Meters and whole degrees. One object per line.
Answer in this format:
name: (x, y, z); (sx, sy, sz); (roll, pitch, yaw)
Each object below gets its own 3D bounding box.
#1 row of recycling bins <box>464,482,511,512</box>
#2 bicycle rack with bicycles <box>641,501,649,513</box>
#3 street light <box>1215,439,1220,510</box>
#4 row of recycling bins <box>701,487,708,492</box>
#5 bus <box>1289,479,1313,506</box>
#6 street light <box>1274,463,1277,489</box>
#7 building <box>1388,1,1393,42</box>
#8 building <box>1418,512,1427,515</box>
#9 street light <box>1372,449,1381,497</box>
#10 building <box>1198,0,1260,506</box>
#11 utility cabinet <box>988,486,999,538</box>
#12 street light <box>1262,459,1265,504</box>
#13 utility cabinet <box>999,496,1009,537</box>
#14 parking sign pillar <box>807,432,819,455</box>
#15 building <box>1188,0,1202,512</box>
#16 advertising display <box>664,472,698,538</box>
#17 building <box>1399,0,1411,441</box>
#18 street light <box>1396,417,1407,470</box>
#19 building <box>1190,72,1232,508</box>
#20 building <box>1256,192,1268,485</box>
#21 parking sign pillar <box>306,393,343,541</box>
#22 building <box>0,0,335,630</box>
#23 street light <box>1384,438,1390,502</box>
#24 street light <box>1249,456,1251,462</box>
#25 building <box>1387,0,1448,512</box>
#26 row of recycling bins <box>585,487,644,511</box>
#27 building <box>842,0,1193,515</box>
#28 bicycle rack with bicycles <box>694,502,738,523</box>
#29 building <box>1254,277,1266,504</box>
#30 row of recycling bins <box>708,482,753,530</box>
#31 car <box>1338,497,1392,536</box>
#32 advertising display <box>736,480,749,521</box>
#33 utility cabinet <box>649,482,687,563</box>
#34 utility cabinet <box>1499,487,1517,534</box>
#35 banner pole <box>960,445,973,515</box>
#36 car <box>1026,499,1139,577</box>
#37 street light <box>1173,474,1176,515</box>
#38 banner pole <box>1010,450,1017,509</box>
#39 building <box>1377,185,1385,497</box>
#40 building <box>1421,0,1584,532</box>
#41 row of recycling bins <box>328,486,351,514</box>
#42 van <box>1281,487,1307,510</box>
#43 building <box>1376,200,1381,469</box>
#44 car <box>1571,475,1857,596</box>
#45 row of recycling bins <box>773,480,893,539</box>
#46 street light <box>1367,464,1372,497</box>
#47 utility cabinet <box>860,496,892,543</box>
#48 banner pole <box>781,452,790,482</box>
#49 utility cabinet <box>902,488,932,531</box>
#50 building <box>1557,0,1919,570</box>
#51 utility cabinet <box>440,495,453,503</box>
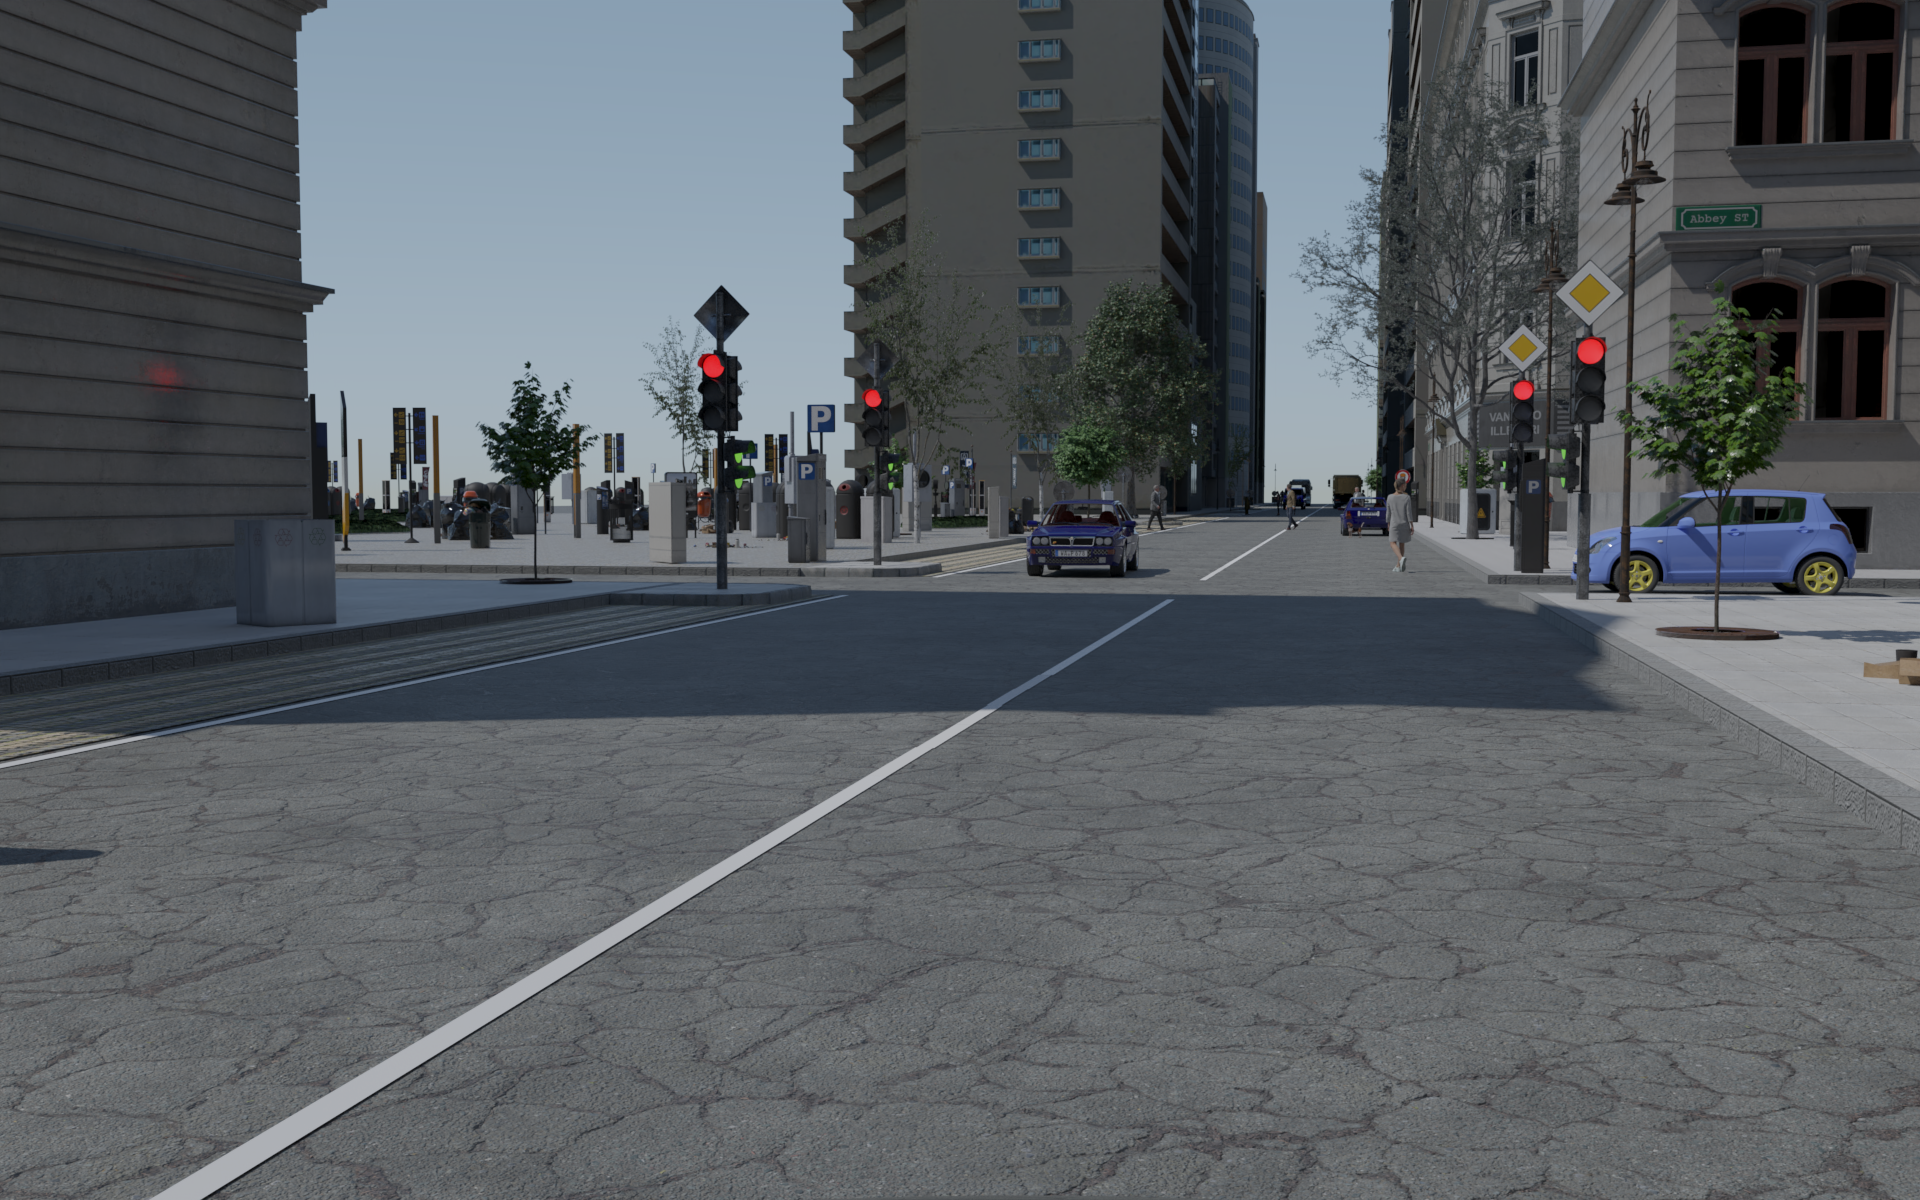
row of recycling bins: (-15.975, -3.242, 60.120); (1.069, 1.692, 3.534); (1, 4, 16)
bicycle rack with bicycles: (-16.036, -4.649, 89.386); (2.852, 0.926, 2.925); (-1, 4, -18)
street light: (21.216, -10.384, 142.569); (0.468, 5.910, 1.993); (1, 4, 12)
row of recycling bins: (-14.376, -5.919, 103.884); (1.069, 1.692, 3.534); (1, 4, 23)
bus: (40.768, -13.006, 207.504); (2.948, 3.499, 13.247); (1, 4, 12)
street light: (47.295, -17.554, 259.792); (0.468, 5.910, 1.993); (1, 4, 12)
building: (61.400, -40.606, 205.912); (21.231, 58.520, 28.212); (1, 4, 12)
building: (40.110, -29.812, 111.134); (21.300, 48.544, 21.600); (1, 4, 12)
street light: (44.517, -12.973, 184.900); (0.468, 5.910, 1.993); (1, 4, 12)
building: (23.352, -40.408, 202.677); (21.231, 58.520, 28.212); (1, 4, 12)
utility cabinet: (0.965, -2.553, 50.417); (0.318, 1.500, 1.173); (0, 4, -1)
street light: (39.227, -15.350, 223.765); (0.468, 5.910, 1.993); (1, 4, 12)
utility cabinet: (1.189, -2.513, 52.245); (0.306, 1.237, 1.020); (-1, 4, -16)
parking sign pillar: (-6.352, -5.288, 74.930); (1.447, 3.967, 1.447); (0, 4, 0)
building: (9.375, -50.738, 142.233); (22.319, 86.520, 31.000); (1, 4, 12)
advertising display: (-8.113, -2.763, 50.387); (0.974, 1.923, 0.123); (-2, 4, -27)
building: (46.276, -29.423, 135.683); (22.147, 44.769, 28.867); (1, 4, 12)
street light: (26.458, -8.029, 104.061); (0.468, 5.910, 1.993); (1, 4, 12)
building: (18.183, -29.426, 164.713); (14.154, 41.232, 14.086); (1, 4, 12)
building: (36.994, -36.734, 250.714); (14.600, 45.320, 14.200); (1, 4, 12)
parking sign pillar: (-17.600, -3.587, 47.114); (1.447, 3.967, 1.447); (-2, 4, -35)
building: (-25.550, -12.240, 19.208); (34.723, 24.649, 14.460); (1, 4, 12)
street light: (34.500, -10.233, 140.094); (0.468, 5.910, 1.993); (1, 4, 12)
street light: (31.288, -13.144, 187.691); (0.468, 5.910, 1.993); (1, 4, 12)
building: (50.906, -32.912, 161.807); (21.300, 48.544, 21.600); (1, 4, 12)
row of recycling bins: (-19.877, -5.640, 99.330); (3.534, 1.692, 1.069); (-2, 4, -31)
building: (4.094, -30.212, 117.673); (21.300, 48.544, 21.600); (1, 4, 12)
bicycle rack with bicycles: (-11.313, -3.973, 78.335); (2.925, 0.926, 2.852); (3, 5, 40)
building: (34.407, -28.475, 237.269); (14.160, 30.474, 14.107); (1, 4, 12)
row of recycling bins: (-6.972, -3.321, 61.411); (3.534, 1.692, 1.069); (0, 4, 3)
car: (14.175, -2.924, 60.392); (1.945, 1.354, 3.894); (1, 4, 11)
advertising display: (-10.367, -4.680, 81.727); (0.974, 1.923, 0.123); (-3, 5, -44)
utility cabinet: (-5.441, -1.443, 32.268); (0.318, 1.500, 1.173); (-2, 4, -30)
utility cabinet: (17.409, -2.778, 54.093); (0.318, 1.500, 1.173); (-2, 4, -34)
banner pole: (0.383, -5.992, 87.986); (0.863, 3.779, 0.401); (0, 4, -5)
car: (2.256, -1.148, 31.346); (1.945, 1.354, 3.894); (1, 4, 11)
street light: (13.227, -8.180, 106.525); (0.468, 5.910, 1.993); (1, 4, 12)
banner pole: (3.010, -6.623, 98.297); (0.401, 3.779, 0.863); (-2, 4, -28)
building: (62.249, -33.289, 227.874); (14.154, 41.232, 14.086); (1, 4, 12)
building: (30.365, -18.439, 77.891); (17.030, 29.872, 44.131); (1, 4, 12)
row of recycling bins: (-32.423, -4.990, 88.704); (1.069, 1.692, 3.534); (1, 4, 10)
van: (30.956, -9.530, 160.203); (2.240, 2.365, 5.245); (1, 4, 14)
building: (70.072, -37.949, 244.161); (21.300, 48.544, 21.600); (1, 4, 12)
car: (10.679, -0.923, 24.682); (3.694, 1.707, 1.945); (1, 4, 12)
row of recycling bins: (-3.606, -2.604, 49.685); (3.534, 1.692, 1.069); (1, 4, 14)
street light: (60.599, -17.397, 257.225); (0.468, 5.910, 1.993); (1, 4, 12)
utility cabinet: (-2.202, -2.113, 45.704); (0.306, 1.237, 1.020); (-3, 5, -40)
banner pole: (-10.373, -6.951, 103.658); (0.863, 3.779, 0.401); (1, 4, 17)
utility cabinet: (-1.450, -3.078, 59.007); (0.318, 1.500, 1.173); (3, 5, 41)
building: (24.361, -15.018, 32.931); (23.554, 28.519, 14.401); (1, 4, 12)
utility cabinet: (-22.690, -4.007, 76.676); (1.020, 1.237, 0.306); (2, 4, 29)
